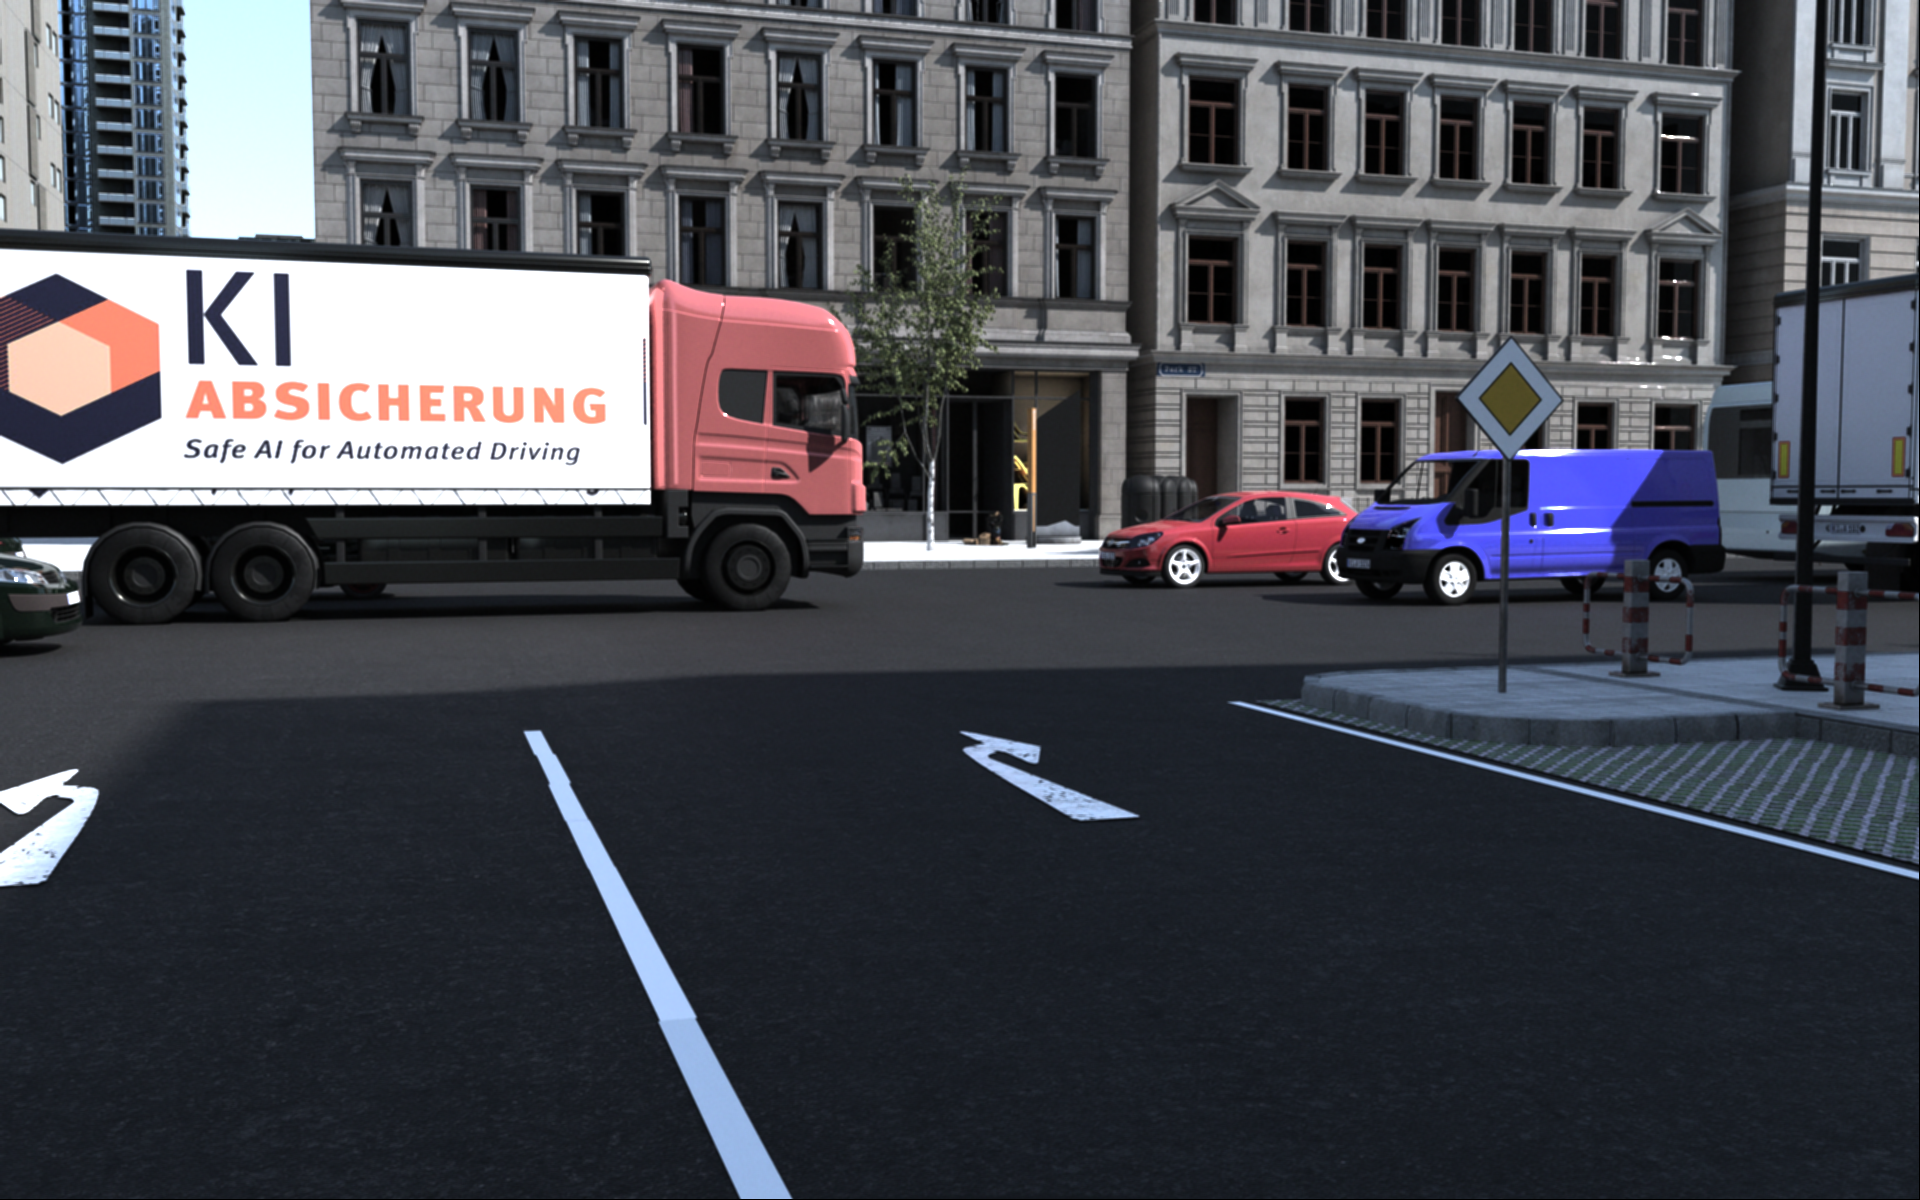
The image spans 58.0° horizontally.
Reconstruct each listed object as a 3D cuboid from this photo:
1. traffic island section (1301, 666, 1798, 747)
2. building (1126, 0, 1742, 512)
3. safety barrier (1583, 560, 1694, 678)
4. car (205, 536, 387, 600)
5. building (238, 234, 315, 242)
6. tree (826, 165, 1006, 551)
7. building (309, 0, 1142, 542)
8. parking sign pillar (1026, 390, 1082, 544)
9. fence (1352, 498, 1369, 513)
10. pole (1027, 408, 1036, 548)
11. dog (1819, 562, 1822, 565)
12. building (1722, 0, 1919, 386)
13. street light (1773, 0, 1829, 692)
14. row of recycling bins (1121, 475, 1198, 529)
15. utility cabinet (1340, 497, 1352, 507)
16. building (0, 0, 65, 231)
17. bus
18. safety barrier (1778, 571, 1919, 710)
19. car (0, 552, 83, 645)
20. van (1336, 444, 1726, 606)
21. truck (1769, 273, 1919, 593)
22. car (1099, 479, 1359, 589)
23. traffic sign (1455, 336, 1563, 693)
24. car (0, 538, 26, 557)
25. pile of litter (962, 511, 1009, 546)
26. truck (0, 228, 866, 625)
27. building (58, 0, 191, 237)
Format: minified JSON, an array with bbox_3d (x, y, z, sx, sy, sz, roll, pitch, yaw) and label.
[{"bbox_3d":[3.523,0.677,11.216,2.009,0.180,2.903,-1,4,-17],"label":"traffic island section"},{"bbox_3d":[13.404,-13.477,56.499,21.152,22.565,11.583,-1,4,-17],"label":"building"},{"bbox_3d":[4.758,0.127,12.194,0.300,0.817,1.120,-1,4,-17],"label":"safety barrier"},{"bbox_3d":[-9.650,-0.853,23.732,4.222,1.686,2.009,-1,4,-19],"label":"car"},{"bbox_3d":[-76.675,-25.934,195.716,14.107,30.474,14.160,-1,4,-17],"label":"building"},{"bbox_3d":[-0.771,-5.427,39.099,4.737,8.622,4.395,0,3,0],"label":"tree"},{"bbox_3d":[-15.527,-11.923,45.845,40.483,20.767,10.553,-1,4,-17],"label":"building"},{"bbox_3d":[2.432,-3.449,44.869,1.447,3.967,1.447,0,4,-7],"label":"parking sign pillar"},{"bbox_3d":[10.604,-1.955,43.167,2.264,1.192,0.480,-3,4,-37],"label":"fence"},{"bbox_3d":[1.705,-2.894,41.162,0.158,3.312,0.155,0,3,0],"label":"pole"},{"bbox_3d":[17.168,-0.962,35.011,0.540,0.507,0.406,2,4,33],"label":"dog"},{"bbox_3d":[33.180,-16.925,62.622,20.117,28.700,13.634,-1,4,-17],"label":"building"},{"bbox_3d":[5.019,-2.357,11.074,1.470,5.913,1.316,-1,4,-17],"label":"street light"},{"bbox_3d":[4.462,-1.898,38.152,1.069,1.692,3.534,2,4,25],"label":"row of recycling bins"},{"bbox_3d":[8.160,-1.630,37.805,0.306,1.237,1.020,-1,4,-19],"label":"utility cabinet"},{"bbox_3d":[-81.262,-32.725,124.295,27.495,52.752,28.713,-1,4,-17],"label":"building"},{"bbox_3d":[19.435,-2.186,30.604,13.247,3.499,2.948,-1,4,-18],"label":"bus"},{"bbox_3d":[5.331,0.239,10.364,0.300,0.817,1.120,-1,4,-17],"label":"safety barrier"},{"bbox_3d":[-10.113,-0.336,15.276,4.222,1.686,2.009,-1,4,-16],"label":"car"},{"bbox_3d":[7.695,-1.175,23.589,5.245,2.365,2.240,-1,4,-19],"label":"van"},{"bbox_3d":[16.996,-2.203,24.926,11.283,4.237,2.839,-1,4,-19],"label":"truck"},{"bbox_3d":[4.360,-1.126,27.457,4.494,1.783,2.155,-1,4,-19],"label":"car"},{"bbox_3d":[3.503,-0.458,11.132,0.795,2.450,0.064,-1,4,-17],"label":"traffic sign"},{"bbox_3d":[-15.248,-0.861,23.858,4.222,1.686,2.009,-1,4,-18],"label":"car"},{"bbox_3d":[0.642,-1.829,43.864,1.176,0.858,1.719,0,4,0],"label":"pile of litter"},{"bbox_3d":[-6.173,-1.959,20.950,11.283,4.237,2.839,-1,4,-19],"label":"truck"},{"bbox_3d":[-99.515,-53.748,191.449,31.000,86.520,22.319,-1,4,-17],"label":"building"}]
